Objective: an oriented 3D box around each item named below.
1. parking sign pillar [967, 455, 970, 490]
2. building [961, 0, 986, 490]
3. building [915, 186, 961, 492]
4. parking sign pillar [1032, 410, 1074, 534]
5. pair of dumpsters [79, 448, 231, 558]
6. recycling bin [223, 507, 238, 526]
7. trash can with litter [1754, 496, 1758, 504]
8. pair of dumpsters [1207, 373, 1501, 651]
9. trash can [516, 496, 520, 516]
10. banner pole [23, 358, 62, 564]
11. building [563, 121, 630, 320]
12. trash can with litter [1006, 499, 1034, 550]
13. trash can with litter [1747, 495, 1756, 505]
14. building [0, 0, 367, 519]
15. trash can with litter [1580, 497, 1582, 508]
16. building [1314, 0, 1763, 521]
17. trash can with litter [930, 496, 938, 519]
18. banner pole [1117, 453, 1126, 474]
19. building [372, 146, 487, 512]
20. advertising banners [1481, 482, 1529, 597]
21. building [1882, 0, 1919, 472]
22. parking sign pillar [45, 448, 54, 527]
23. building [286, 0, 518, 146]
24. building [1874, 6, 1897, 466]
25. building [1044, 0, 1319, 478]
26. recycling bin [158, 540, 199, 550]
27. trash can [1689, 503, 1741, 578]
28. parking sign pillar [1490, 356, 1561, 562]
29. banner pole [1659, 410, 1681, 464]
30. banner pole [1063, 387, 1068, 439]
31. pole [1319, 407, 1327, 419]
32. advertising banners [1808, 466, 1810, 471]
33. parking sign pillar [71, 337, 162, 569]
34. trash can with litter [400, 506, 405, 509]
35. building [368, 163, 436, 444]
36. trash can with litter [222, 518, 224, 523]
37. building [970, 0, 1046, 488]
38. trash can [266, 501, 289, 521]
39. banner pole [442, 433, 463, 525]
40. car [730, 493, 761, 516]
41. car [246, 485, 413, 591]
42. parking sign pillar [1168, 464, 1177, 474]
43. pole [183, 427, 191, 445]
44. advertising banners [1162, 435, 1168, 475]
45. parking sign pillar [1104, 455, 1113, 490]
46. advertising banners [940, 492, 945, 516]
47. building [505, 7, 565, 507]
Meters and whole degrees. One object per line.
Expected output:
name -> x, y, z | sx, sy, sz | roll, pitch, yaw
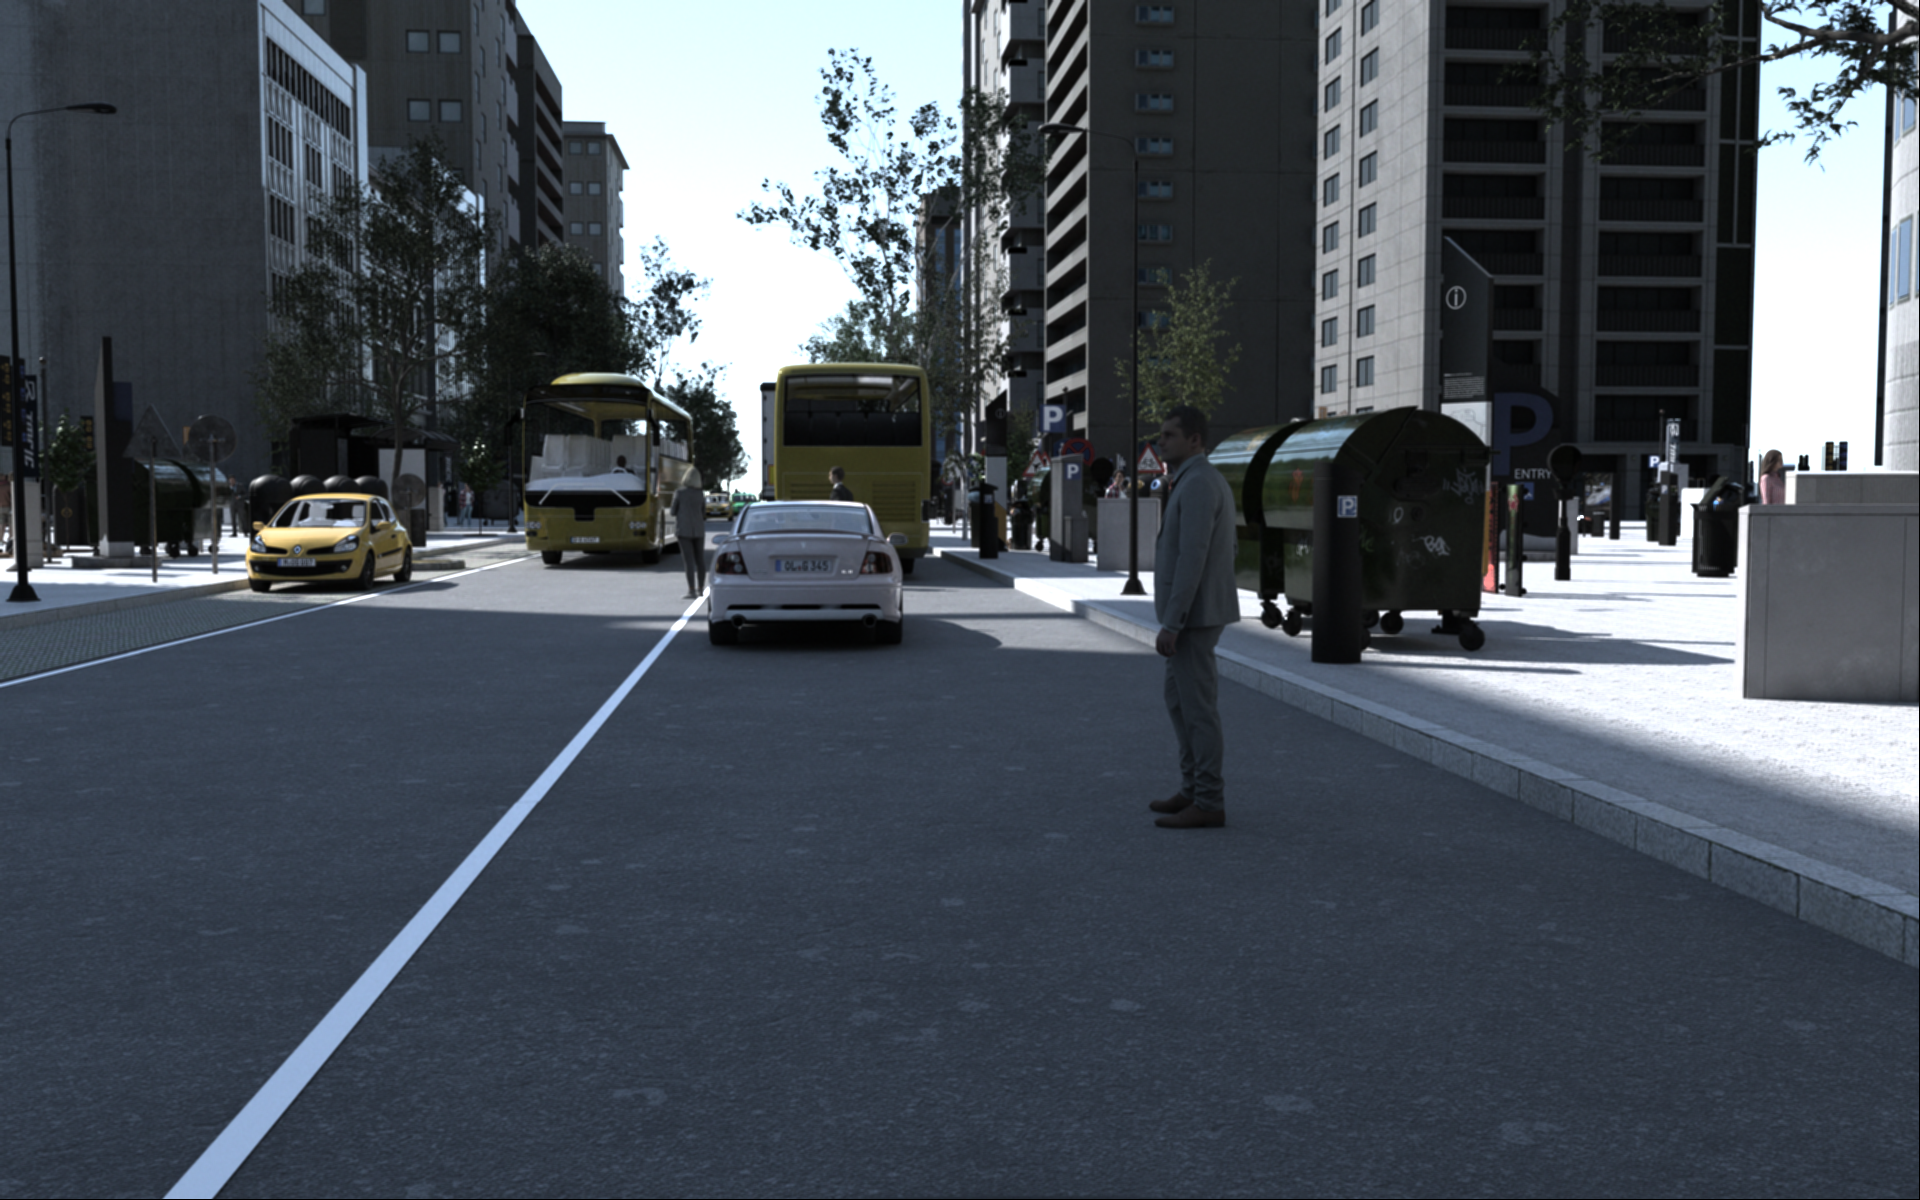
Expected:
parking sign pillar -> 1.081, -7.956, 118.554 | 1.447, 3.967, 1.447 | 1, 4, 13
building -> 10.628, -39.698, 191.053 | 21.231, 58.520, 28.212 | 0, 4, -6
building -> 1.274, -36.762, 251.172 | 14.600, 45.320, 14.200 | 0, 4, -6
parking sign pillar -> 3.030, -4.102, 55.535 | 1.447, 3.967, 1.447 | -3, 5, -41
pair of dumpsters -> -16.131, -1.978, 34.831 | 1.574, 2.255, 4.437 | 0, 4, -5
recycling bin -> -29.591, -3.562, 70.790 | 0.722, 1.027, 0.722 | 1, 4, 9
trash can with litter -> 54.145, -6.569, 118.782 | 1.055, 1.170, 0.624 | 2, 4, 31
pair of dumpsters -> 3.461, -0.831, 16.075 | 1.574, 2.255, 4.437 | 0, 4, -5
trash can -> -26.457, -5.567, 102.669 | 0.748, 1.137, 0.748 | 0, 3, 0
banner pole -> -17.050, -2.565, 31.962 | 0.863, 3.779, 0.401 | 1, 4, 16
building -> -62.454, -40.264, 247.549 | 28.713, 52.752, 27.495 | 0, 4, -6
trash can with litter -> 1.296, -1.733, 39.725 | 0.624, 1.170, 1.055 | -1, 4, -18
trash can with litter -> 45.229, -5.435, 99.923 | 2.233, 1.210, 1.678 | 0, 4, -3
building -> -38.146, -16.445, 86.895 | 12.078, 24.808, 19.932 | 0, 4, -6
trash can with litter -> 42.173, -6.425, 116.436 | 1.055, 1.170, 0.624 | -3, 5, -40
building -> 32.187, -39.989, 92.080 | 20.611, 71.187, 20.563 | 0, 4, -6
trash can with litter -> -1.645, -4.701, 88.249 | 1.055, 1.170, 0.624 | 2, 4, 27
banner pole -> 9.867, -7.123, 106.478 | 0.863, 3.779, 0.401 | 3, 5, 40
building -> -42.763, -18.930, 127.523 | 12.078, 24.808, 19.932 | 0, 4, -6
advertising banners -> 6.877, -1.600, 22.347 | 0.090, 3.025, 2.074 | 0, 4, -5
building -> 26.701, -29.454, 23.575 | 21.231, 58.520, 28.212 | 0, 4, -6
parking sign pillar -> -35.136, -4.858, 67.895 | 1.447, 3.967, 1.447 | -3, 5, -40
building -> -53.589, -34.324, 150.432 | 28.713, 52.752, 27.495 | 0, 4, -6
building -> 60.010, -19.630, 92.657 | 14.107, 30.474, 14.160 | 0, 4, -6
building -> 18.560, -31.091, 132.031 | 21.300, 48.544, 21.600 | 0, 4, -6
recycling bin -> -18.009, -1.676, 39.961 | 0.722, 1.027, 0.722 | 3, 5, 41
trash can -> 11.668, -0.927, 26.805 | 0.748, 1.137, 0.748 | 0, 3, 0
parking sign pillar -> 10.870, -2.744, 33.338 | 1.447, 3.967, 1.447 | 1, 4, 18
banner pole -> 20.932, -3.746, 51.257 | 0.401, 3.779, 0.863 | -2, 4, -31
banner pole -> 2.462, -3.100, 40.698 | 0.401, 3.779, 0.863 | 0, 4, 2
pole -> 8.518, -2.866, 40.704 | 0.158, 3.312, 0.155 | 0, 3, 0
advertising banners -> 53.119, -6.790, 107.202 | 2.074, 3.025, 0.090 | 1, 4, 9
parking sign pillar -> -14.833, -2.562, 30.364 | 1.447, 3.967, 1.447 | -2, 4, -33
trash can with litter -> -15.658, -2.224, 47.421 | 1.678, 1.210, 2.233 | 1, 4, 11
building -> -39.999, -17.035, 107.401 | 11.050, 23.489, 19.941 | 0, 4, -6
trash can with litter -> -32.624, -4.020, 76.784 | 1.678, 1.210, 2.233 | -1, 4, -12
building -> 16.650, -35.137, 163.734 | 28.713, 52.752, 27.495 | 0, 4, -6
trash can -> -13.120, -1.353, 33.776 | 0.748, 1.137, 0.748 | 0, 3, 0
banner pole -> -20.883, -4.968, 71.252 | 0.863, 3.779, 0.401 | -3, 5, -41
car -> -12.500, -5.599, 100.343 | 1.959, 1.807, 4.718 | 0, 4, -7
car -> -9.660, -1.005, 26.660 | 2.015, 1.641, 3.980 | 0, 4, -5
parking sign pillar -> 10.138, -5.716, 81.930 | 1.447, 3.967, 1.447 | 3, 5, 40
pole -> -23.356, -3.583, 52.423 | 0.158, 3.312, 0.155 | 0, 3, 0
advertising banners -> 5.723, -3.079, 46.525 | 0.090, 3.025, 2.074 | -1, 4, -10
parking sign pillar -> 10.220, -8.030, 119.765 | 1.447, 3.967, 1.447 | -1, 4, -13
advertising banners -> -1.720, -6.449, 101.633 | 2.074, 3.025, 0.090 | -1, 4, -10
building -> -52.302, -33.771, 175.863 | 21.300, 48.544, 21.600 | 0, 4, -6
